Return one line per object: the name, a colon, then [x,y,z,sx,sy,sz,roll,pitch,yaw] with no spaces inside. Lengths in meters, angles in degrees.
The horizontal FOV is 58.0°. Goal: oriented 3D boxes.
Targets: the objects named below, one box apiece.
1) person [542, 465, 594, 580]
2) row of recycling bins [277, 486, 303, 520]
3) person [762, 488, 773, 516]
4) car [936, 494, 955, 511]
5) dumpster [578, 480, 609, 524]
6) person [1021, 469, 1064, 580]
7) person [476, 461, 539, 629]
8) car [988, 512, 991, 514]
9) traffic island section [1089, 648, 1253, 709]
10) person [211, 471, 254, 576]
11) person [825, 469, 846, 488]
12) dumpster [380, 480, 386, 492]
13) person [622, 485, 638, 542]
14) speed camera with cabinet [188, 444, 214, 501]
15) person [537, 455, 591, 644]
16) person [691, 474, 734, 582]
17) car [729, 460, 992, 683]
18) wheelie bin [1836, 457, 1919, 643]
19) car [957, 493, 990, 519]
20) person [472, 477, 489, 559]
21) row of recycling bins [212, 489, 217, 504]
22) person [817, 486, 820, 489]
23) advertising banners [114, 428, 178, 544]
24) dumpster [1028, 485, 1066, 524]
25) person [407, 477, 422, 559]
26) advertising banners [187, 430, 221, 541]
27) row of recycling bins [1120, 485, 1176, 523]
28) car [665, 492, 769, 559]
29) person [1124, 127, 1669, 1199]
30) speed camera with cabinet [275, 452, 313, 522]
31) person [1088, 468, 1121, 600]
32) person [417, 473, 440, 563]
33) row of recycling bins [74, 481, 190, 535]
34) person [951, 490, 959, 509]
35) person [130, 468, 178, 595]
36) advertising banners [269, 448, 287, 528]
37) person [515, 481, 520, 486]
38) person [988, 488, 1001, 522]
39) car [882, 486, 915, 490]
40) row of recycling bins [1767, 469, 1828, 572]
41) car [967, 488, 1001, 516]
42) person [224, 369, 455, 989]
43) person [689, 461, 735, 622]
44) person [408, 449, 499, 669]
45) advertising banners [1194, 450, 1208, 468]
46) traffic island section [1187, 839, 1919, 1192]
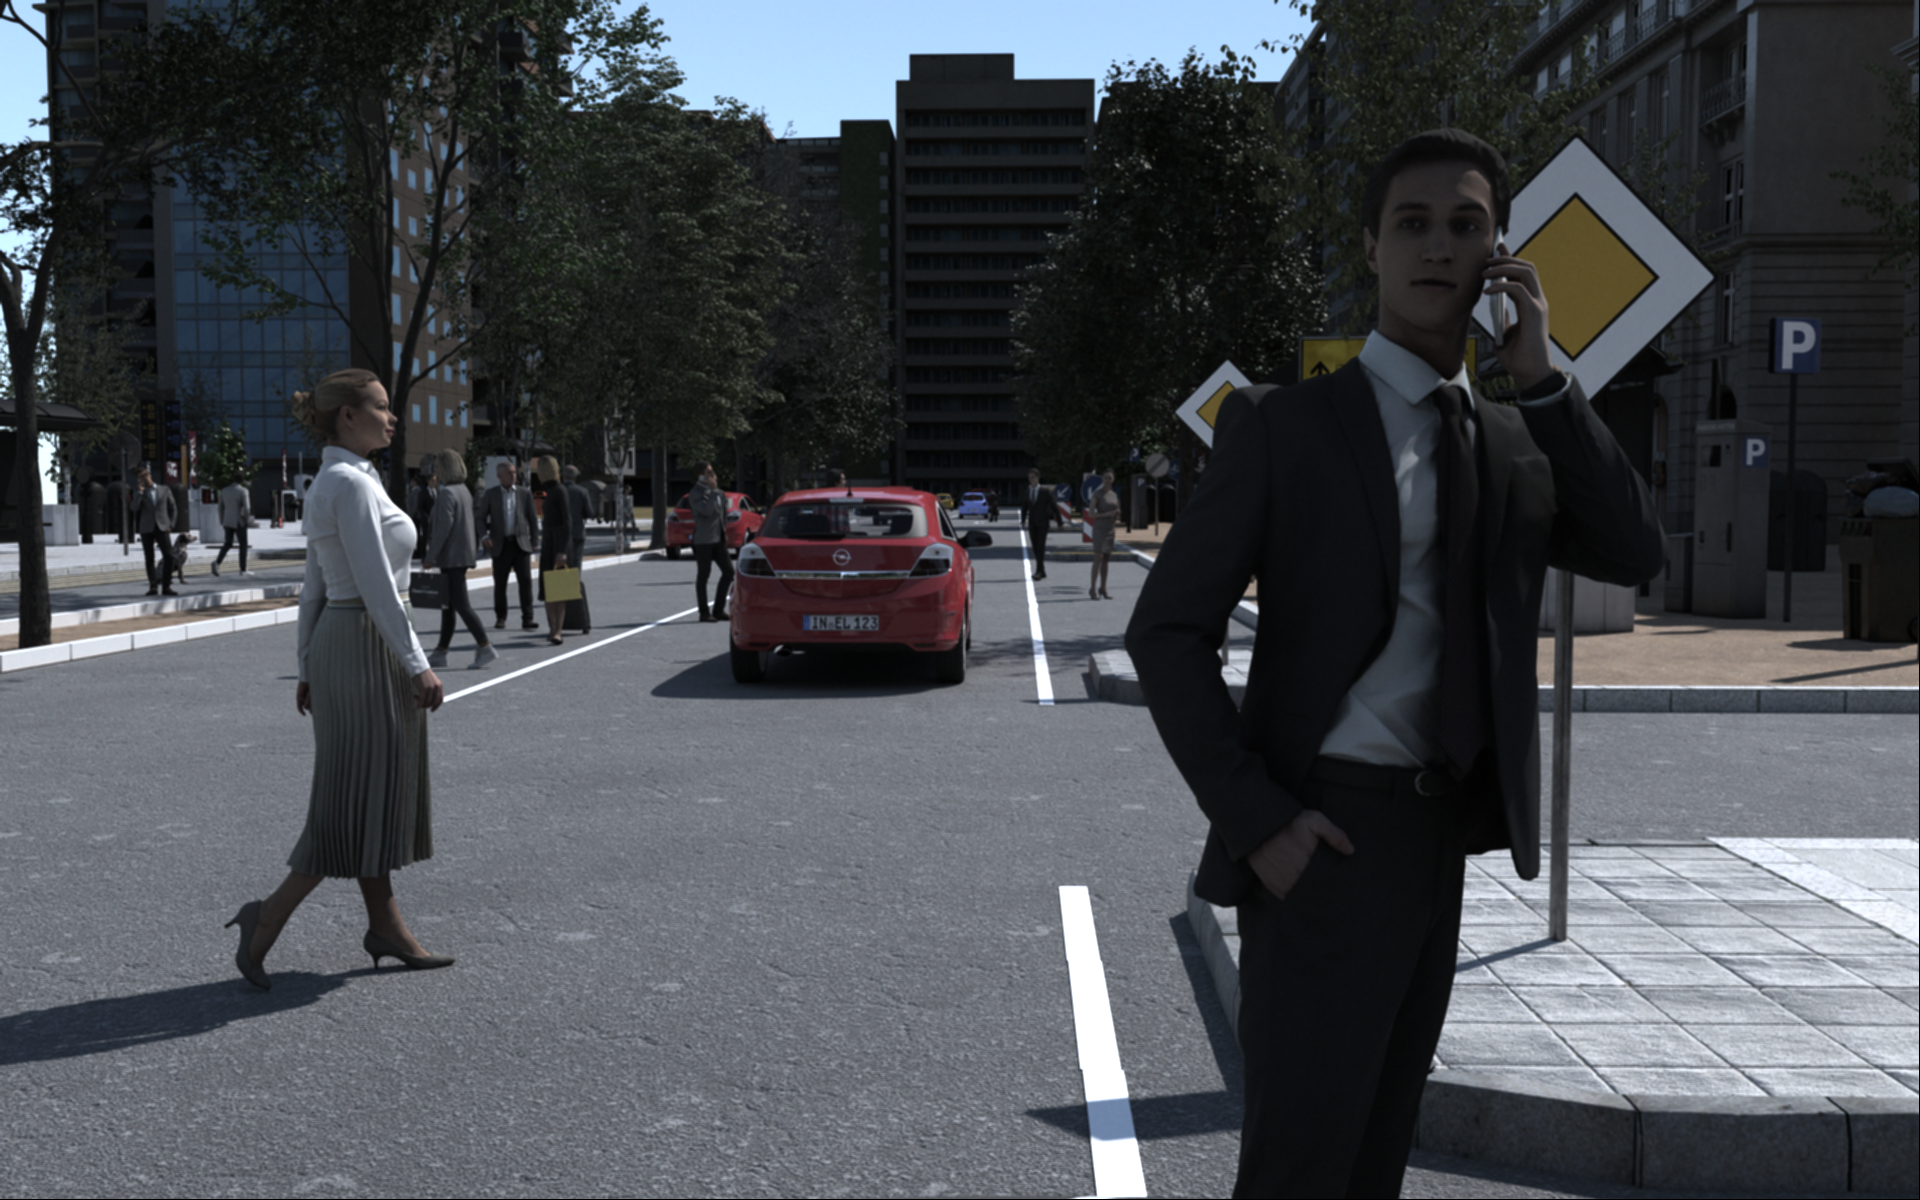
person: [-5.048,-0.836,22.345,0.661,1.801,0.590,-1,4,-10]
row of recycling bins: [-32.422,-4.880,86.901,3.534,1.692,1.069,-1,4,-16]
person: [-9.072,-4.570,82.992,0.755,1.850,0.659,-1,4,-20]
car: [-1.433,-8.427,148.000,2.015,1.641,3.980,0,4,1]
dumpster: [-15.834,-4.198,74.401,1.264,1.857,1.865,0,4,2]
person: [1.282,-1.256,28.810,0.659,1.850,0.755,2,4,30]
person: [-4.743,-0.576,18.315,0.661,1.777,0.834,-2,4,-32]
car: [1.470,-7.155,128.786,2.131,1.459,4.920,0,4,1]
traffic island section: [2.005,0.569,12.985,2.009,0.180,2.903,0,4,2]
person: [-12.712,-1.342,30.285,0.661,1.843,0.795,1,4,18]
person: [-1.503,-0.650,19.962,0.643,1.720,0.563,-3,5,-42]
dumpster: [-19.244,-3.201,54.824,1.502,2.255,1.985,0,4,2]
person: [-9.930,-2.582,51.715,0.522,1.701,0.512,1,4,17]
speed camera with cabinet: [-30.420,-4.526,68.333,2.038,3.252,0.660,2,4,25]
person: [-3.891,-0.506,16.995,0.699,1.804,1.509,0,4,4]
person: [-3.978,-1.169,28.014,0.661,1.777,0.834,-3,5,-44]
car: [-0.807,-0.342,14.635,2.155,1.783,4.494,0,4,1]
wheelie bin: [8.105,-0.441,15.126,0.693,1.594,0.980,0,4,-2]
car: [0.791,-5.563,100.549,1.945,1.707,3.694,0,4,1]
person: [-10.679,-1.805,38.200,0.526,1.800,0.537,-1,4,-8]
row of recycling bins: [-33.805,-4.484,80.428,1.069,1.692,3.534,-3,5,-42]
person: [-6.775,-4.527,82.505,0.713,1.824,0.794,2,4,31]
advertising banners: [-21.248,-3.008,45.375,0.090,3.025,2.074,2,4,26]
dumpster: [4.113,-4.485,81.551,1.865,1.857,1.264,0,4,0]
person: [-12.067,-1.807,38.231,0.473,1.802,0.592,1,4,9]
advertising banners: [-20.951,-3.180,48.176,0.090,3.025,2.074,0,4,2]
row of recycling bins: [8.965,-4.352,78.262,3.534,1.692,1.069,-1,4,-17]
car: [-5.463,-1.860,39.448,2.155,1.783,4.494,0,4,3]
person: [0.579,0.342,2.264,0.648,1.900,0.474,-3,4,-36]
speed camera with cabinet: [-31.211,-5.303,81.047,0.660,3.252,2.038,2,4,24]
person: [1.978,-0.903,23.612,0.599,1.781,0.374,-3,5,-40]
person: [-10.719,-1.652,35.288,0.755,1.850,0.659,3,4,37]
row of recycling bins: [-26.707,-2.990,55.999,1.069,1.692,3.534,3,5,40]
person: [-0.484,-9.459,163.295,0.705,1.807,1.348,-3,4,-37]
person: [-11.409,-0.971,24.555,0.592,1.802,0.473,-1,4,-11]
advertising banners: [-25.720,-4.234,65.411,0.090,3.025,2.074,0,4,-4]
person: [-13.730,-2.762,53.429,0.659,1.850,0.755,0,4,3]
person: [1.784,-4.903,89.460,0.445,1.727,0.742,2,4,30]
car: [-2.868,-4.415,80.862,2.281,1.827,5.304,0,4,4]
row of recycling bins: [13.997,-1.414,30.235,1.069,1.692,3.534,0,4,2]
car: [1.561,-6.580,116.261,2.281,1.827,5.304,0,4,3]
person: [-1.825,0.224,5.071,0.641,1.798,0.478,-1,4,-18]
person: [-2.773,-0.657,19.426,0.473,1.802,0.592,3,4,37]
person: [-4.167,-0.337,14.197,0.728,1.800,0.709,0,4,6]
advertising banners: [10.329,-4.437,68.730,2.074,3.025,0.090,1,4,8]
traffic island section: [1.744,1.057,5.005,2.009,0.180,2.903,0,4,2]
